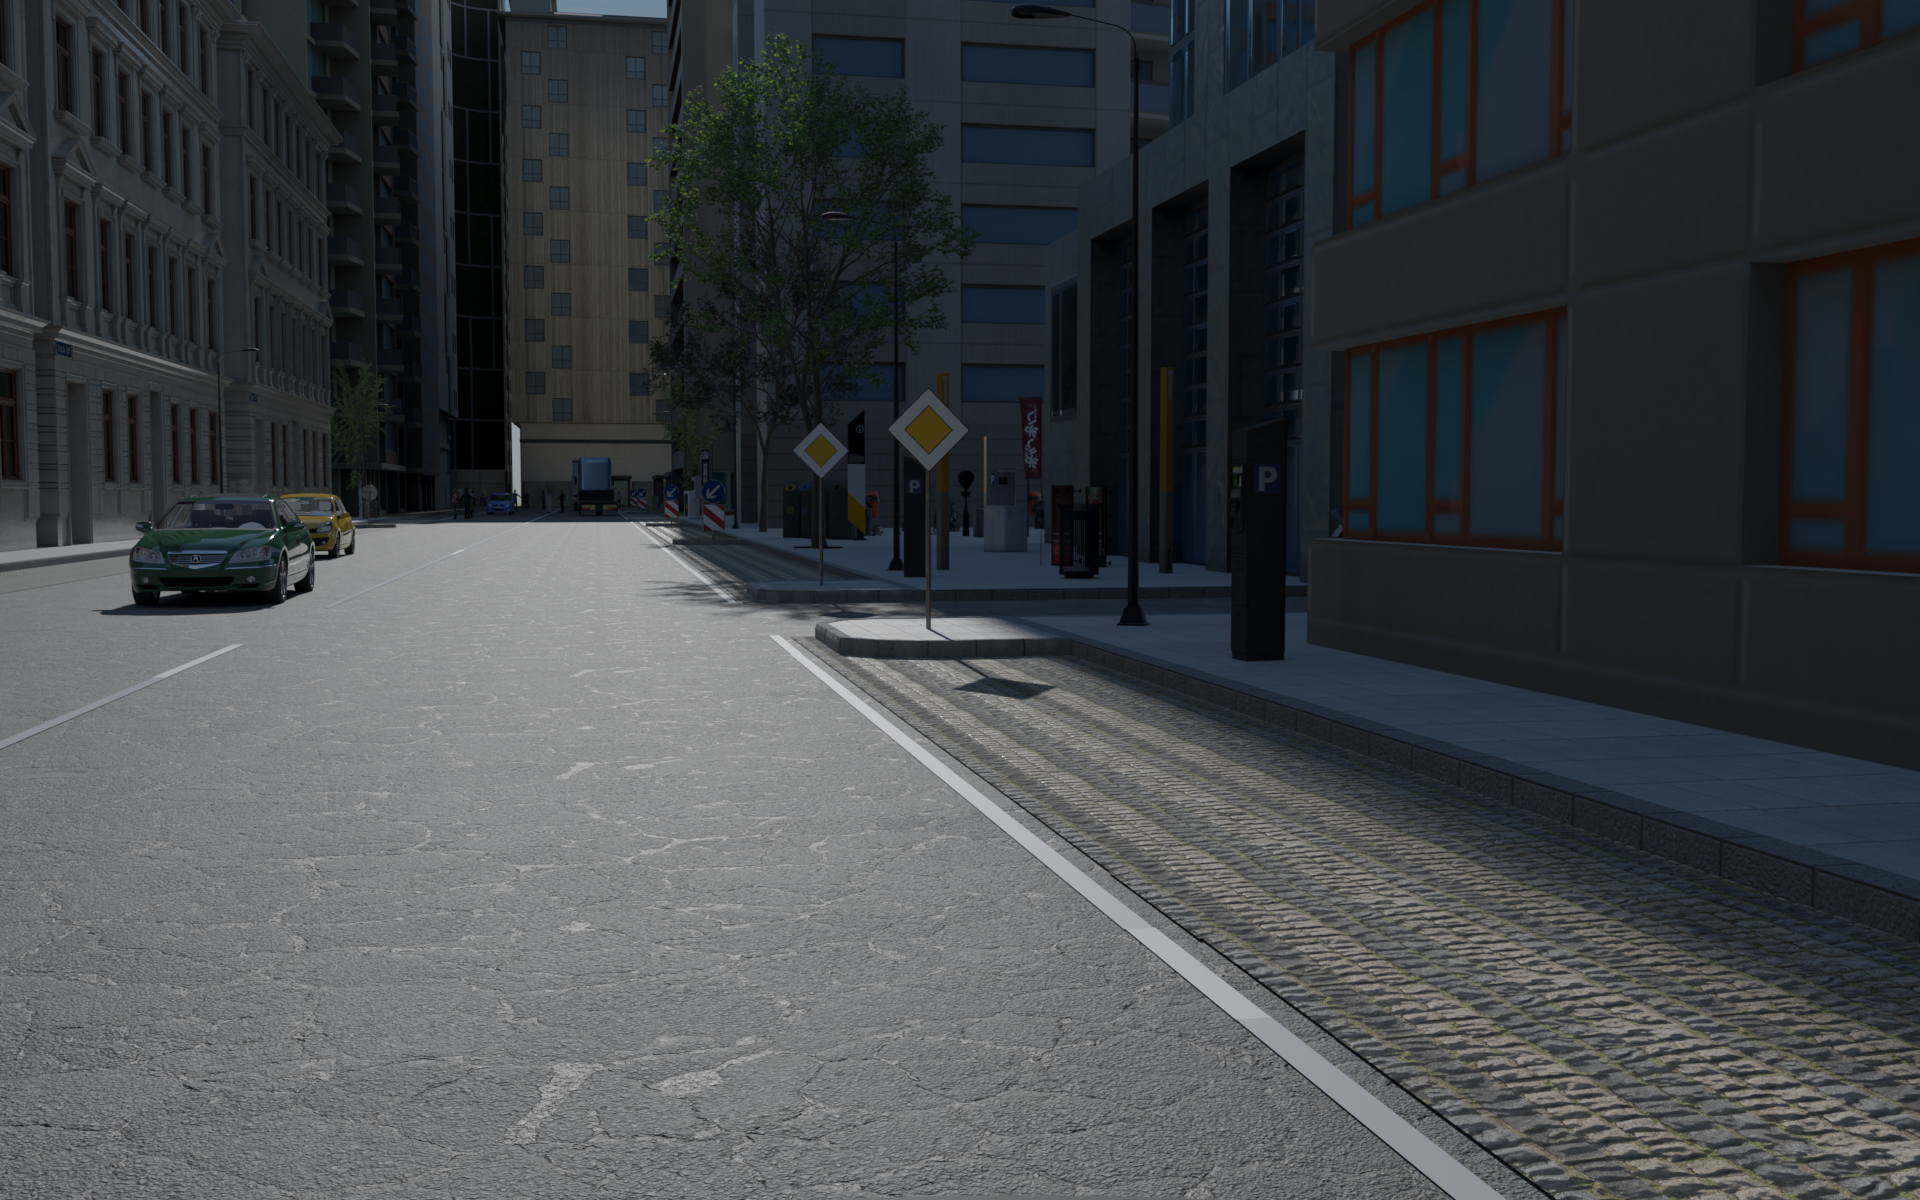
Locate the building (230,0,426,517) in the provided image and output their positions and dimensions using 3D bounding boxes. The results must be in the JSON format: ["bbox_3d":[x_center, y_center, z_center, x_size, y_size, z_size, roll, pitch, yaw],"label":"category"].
[{"bbox_3d":[-45.401,-27.633,106.422,22.147,44.769,28.867,-1,4,-12],"label":"building"}]

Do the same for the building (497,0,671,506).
[{"bbox_3d":[-36.144,-36.904,192.618,27.495,52.752,28.713,-1,4,-12],"label":"building"}]

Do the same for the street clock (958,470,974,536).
[{"bbox_3d":[0.181,-2.942,52.676,0.471,2.002,0.358,-1,4,-13],"label":"street clock"}]

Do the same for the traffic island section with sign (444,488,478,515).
[{"bbox_3d":[-35.074,-6.895,121.365,1.989,1.847,2.006,-1,4,-12],"label":"traffic island section with sign"}]

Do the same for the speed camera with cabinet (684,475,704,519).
[{"bbox_3d":[-13.501,-5.733,88.068,0.660,3.252,2.038,-2,4,-24],"label":"speed camera with cabinet"}]

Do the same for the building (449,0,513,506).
[{"bbox_3d":[-58.863,-45.564,183.222,20.611,71.187,20.563,-1,4,-12],"label":"building"}]

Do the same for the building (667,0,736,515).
[{"bbox_3d":[-8.447,-30.161,116.830,21.300,48.544,21.600,-1,4,-12],"label":"building"}]

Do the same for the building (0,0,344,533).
[{"bbox_3d":[-32.846,-14.385,71.356,11.583,22.565,21.152,-1,4,-12],"label":"building"}]

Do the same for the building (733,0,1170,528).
[{"bbox_3d":[0.220,-32.820,78.600,21.231,58.520,28.212,-1,4,-12],"label":"building"}]

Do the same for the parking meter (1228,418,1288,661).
[{"bbox_3d":[2.295,-0.468,13.369,0.399,1.863,0.255,-1,4,-17],"label":"parking meter"}]

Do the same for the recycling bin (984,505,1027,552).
[{"bbox_3d":[1.012,-1.586,38.486,0.722,1.027,0.722,-3,5,-40],"label":"recycling bin"}]

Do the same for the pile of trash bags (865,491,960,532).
[{"bbox_3d":[-1.663,-3.055,59.704,3.447,1.369,1.912,0,4,6],"label":"pile of trash bags"}]

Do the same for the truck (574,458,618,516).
[{"bbox_3d":[-25.645,-8.098,122.153,2.967,4.110,18.799,-1,4,-13],"label":"truck"}]

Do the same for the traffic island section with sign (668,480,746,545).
[{"bbox_3d":[-7.175,-2.486,49.278,1.989,1.847,2.006,-1,4,-12],"label":"traffic island section with sign"}]

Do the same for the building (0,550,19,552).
[{"bbox_3d":[-24.491,-11.818,29.389,11.583,22.565,21.152,-1,4,-12],"label":"building"}]

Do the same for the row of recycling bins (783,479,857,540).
[{"bbox_3d":[-3.990,-2.618,49.920,1.069,1.692,3.534,-2,4,-35],"label":"row of recycling bins"}]

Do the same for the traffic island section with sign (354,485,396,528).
[{"bbox_3d":[-24.969,-3.955,73.299,1.989,1.847,2.006,-1,4,-12],"label":"traffic island section with sign"}]

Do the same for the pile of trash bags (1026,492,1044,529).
[{"bbox_3d":[3.461,-3.320,64.034,1.912,1.369,3.447,-2,4,-29],"label":"pile of trash bags"}]

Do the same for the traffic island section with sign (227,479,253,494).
[{"bbox_3d":[-19.306,-2.309,46.382,1.989,1.847,2.006,-1,4,-12],"label":"traffic island section with sign"}]

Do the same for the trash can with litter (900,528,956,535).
[{"bbox_3d":[-1.145,-2.689,55.017,1.678,1.210,2.233,-1,4,-14],"label":"trash can with litter"}]

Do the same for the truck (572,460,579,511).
[{"bbox_3d":[-31.676,-9.706,147.602,2.839,4.237,11.283,-1,4,-12],"label":"truck"}]

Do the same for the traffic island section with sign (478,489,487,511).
[{"bbox_3d":[-40.660,-8.522,147.956,1.989,1.847,2.006,-1,4,-12],"label":"traffic island section with sign"}]

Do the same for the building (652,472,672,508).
[{"bbox_3d":[-12.804,-28.870,163.913,32.217,40.220,23.993,-1,4,-12],"label":"building"}]

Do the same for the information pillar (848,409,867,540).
[{"bbox_3d":[-2.846,-3.456,47.858,0.504,3.616,0.183,-1,4,-15],"label":"information pillar"}]

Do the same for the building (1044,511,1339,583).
[{"bbox_3d":[18.026,-44.220,35.664,31.000,86.520,22.319,-1,4,-12],"label":"building"}]

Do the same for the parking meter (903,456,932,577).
[{"bbox_3d":[-0.657,-1.286,26.735,0.399,1.863,0.255,1,4,13],"label":"parking meter"}]

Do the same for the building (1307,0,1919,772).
[{"bbox_3d":[19.477,-9.657,2.939,27.650,21.520,28.899,-1,4,-12],"label":"building"}]

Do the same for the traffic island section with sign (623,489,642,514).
[{"bbox_3d":[-22.927,-7.071,124.233,1.989,1.847,2.006,-1,4,-12],"label":"traffic island section with sign"}]

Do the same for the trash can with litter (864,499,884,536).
[{"bbox_3d":[-2.854,-2.554,53.150,0.624,1.170,1.055,2,4,35],"label":"trash can with litter"}]

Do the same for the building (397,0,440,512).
[{"bbox_3d":[-46.762,-29.266,128.614,14.600,45.320,14.200,-1,4,-12],"label":"building"}]

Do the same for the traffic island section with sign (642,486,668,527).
[{"bbox_3d":[-12.857,-4.141,76.327,1.989,1.847,2.006,-1,4,-12],"label":"traffic island section with sign"}]

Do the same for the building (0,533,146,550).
[{"bbox_3d":[-28.839,-13.082,50.050,11.583,22.565,21.152,-1,4,-12],"label":"building"}]

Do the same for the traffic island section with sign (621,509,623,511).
[{"bbox_3d":[-28.478,-8.684,150.613,1.989,1.847,2.006,-1,4,-12],"label":"traffic island section with sign"}]

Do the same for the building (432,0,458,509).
[{"bbox_3d":[-58.760,-34.401,151.693,27.495,52.752,28.713,-1,4,-12],"label":"building"}]

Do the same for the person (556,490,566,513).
[{"bbox_3d":[-30.526,-7.557,132.584,0.721,1.766,1.217,1,4,19],"label":"person"}]

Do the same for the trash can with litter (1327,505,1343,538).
[{"bbox_3d":[4.173,-0.366,17.371,0.624,1.170,1.055,-2,4,-27],"label":"trash can with litter"}]
